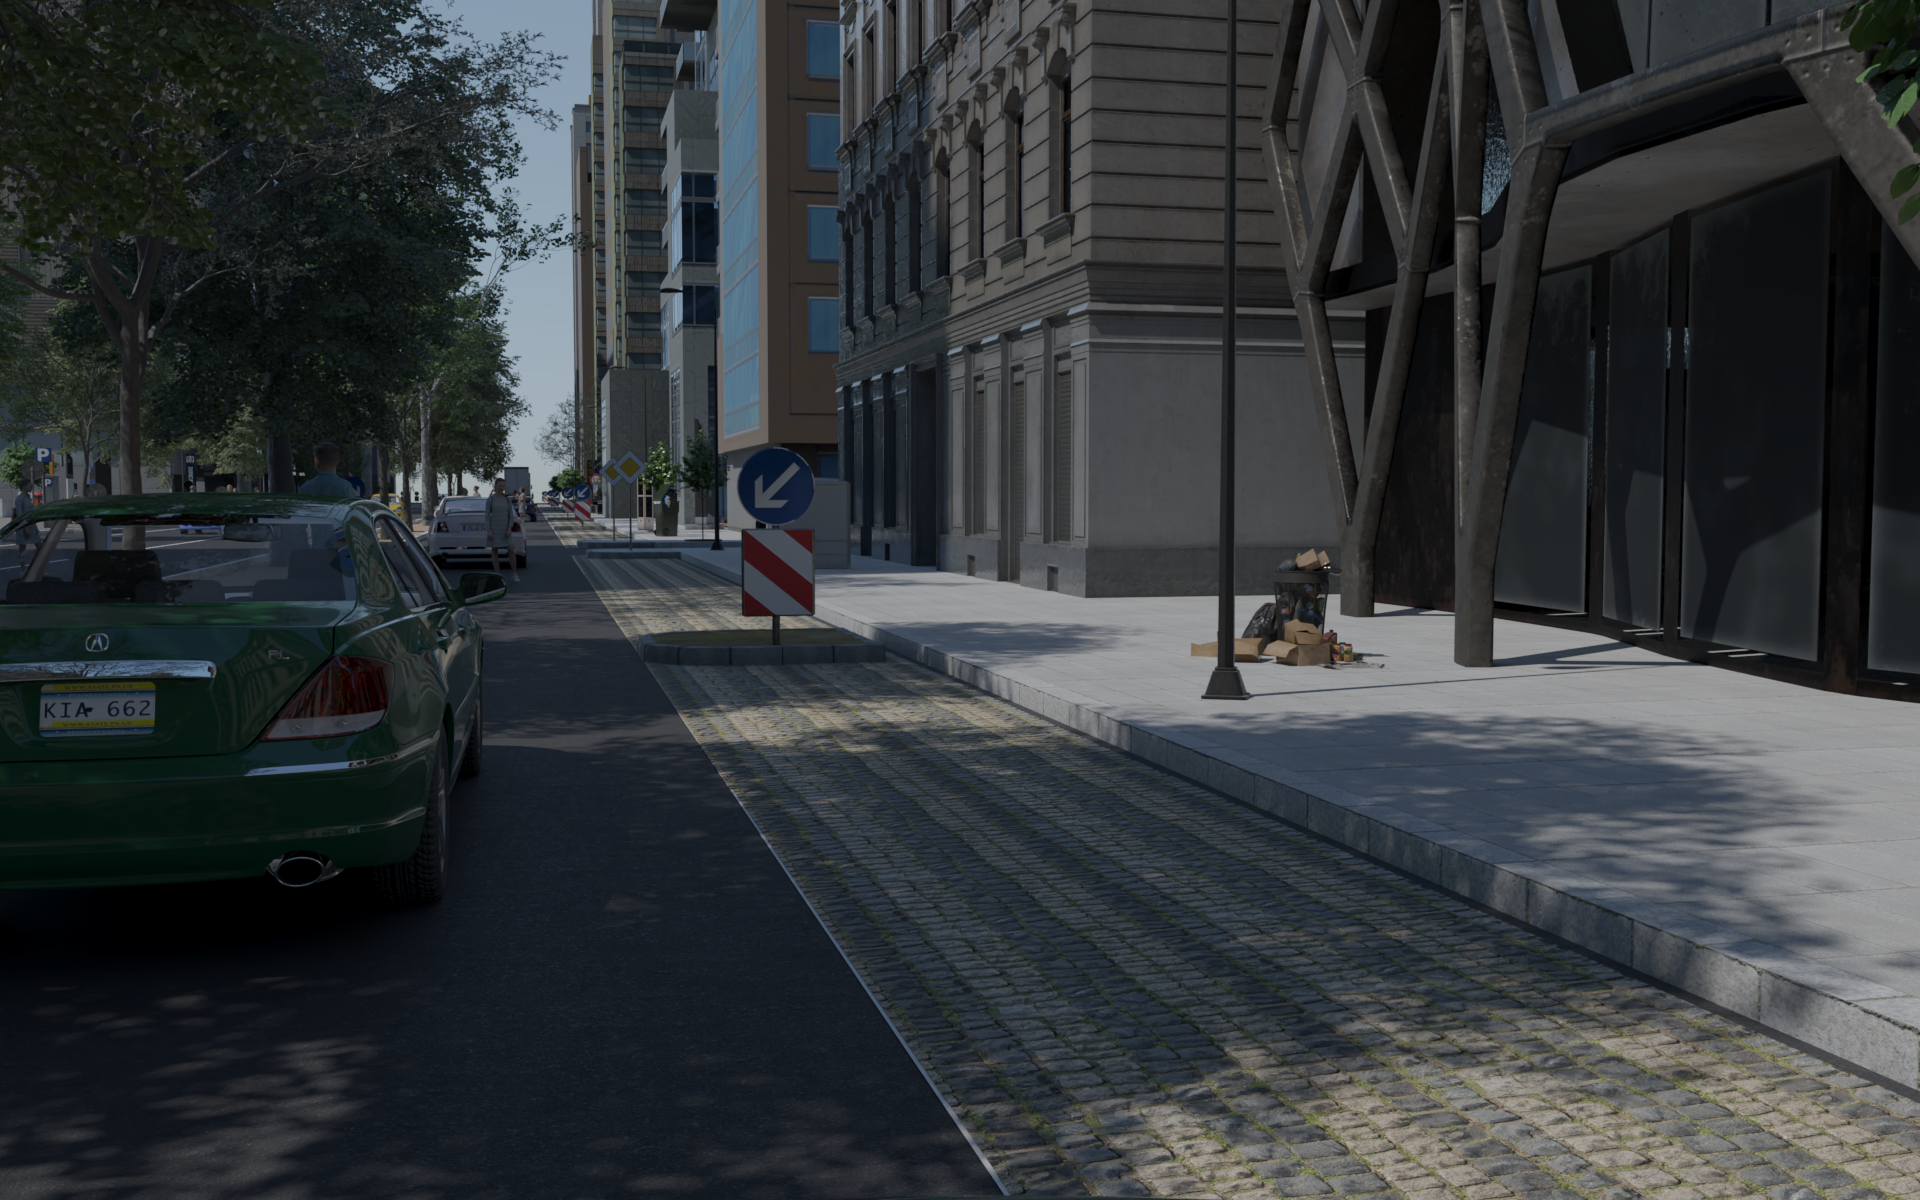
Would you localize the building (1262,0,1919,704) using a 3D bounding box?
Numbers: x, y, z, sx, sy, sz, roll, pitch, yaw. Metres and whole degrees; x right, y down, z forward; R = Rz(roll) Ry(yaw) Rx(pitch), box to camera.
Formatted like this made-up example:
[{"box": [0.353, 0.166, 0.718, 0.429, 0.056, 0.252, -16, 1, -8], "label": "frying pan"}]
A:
[{"box": [11.831, -8.922, 13.324, 16.820, 18.784, 16.811, -1, 4, -14], "label": "building"}]

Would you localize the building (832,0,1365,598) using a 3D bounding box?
[{"box": [3.939, -11.088, 30.435, 9.793, 20.994, 18.267, -1, 4, -14], "label": "building"}]

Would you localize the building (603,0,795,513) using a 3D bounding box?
[{"box": [-22.562, -30.334, 146.068, 14.600, 45.320, 14.200, -1, 4, -14], "label": "building"}]

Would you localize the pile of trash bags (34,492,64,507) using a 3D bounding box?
[{"box": [-50.541, -5.321, 96.744, 3.447, 1.369, 1.912, 2, 4, 23], "label": "pile of trash bags"}]

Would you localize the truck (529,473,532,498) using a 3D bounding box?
[{"box": [-58.796, -14.871, 232.048, 2.839, 4.237, 11.283, -1, 4, -13], "label": "truck"}]

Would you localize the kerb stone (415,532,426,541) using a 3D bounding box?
[{"box": [-16.991, -1.976, 54.506, 0.120, 0.150, 1.000, -1, 4, -14], "label": "kerb stone"}]

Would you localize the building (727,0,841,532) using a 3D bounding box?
[{"box": [-0.063, -24.763, 54.983, 14.200, 45.320, 14.600, -1, 4, -14], "label": "building"}]

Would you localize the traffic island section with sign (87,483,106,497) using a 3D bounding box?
[{"box": [-31.814, -3.370, 63.726, 1.989, 1.847, 2.006, -1, 4, -14], "label": "traffic island section with sign"}]

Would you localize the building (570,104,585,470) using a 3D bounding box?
[{"box": [-48.189, -44.151, 263.875, 21.231, 58.520, 28.212, -1, 4, -14], "label": "building"}]

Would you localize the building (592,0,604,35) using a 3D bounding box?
[{"box": [-27.449, -39.079, 180.947, 21.231, 58.520, 28.212, -1, 4, -14], "label": "building"}]

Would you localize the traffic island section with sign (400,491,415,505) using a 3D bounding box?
[{"box": [-70.536, -12.900, 219.542, 1.989, 1.847, 2.006, -1, 4, -14], "label": "traffic island section with sign"}]

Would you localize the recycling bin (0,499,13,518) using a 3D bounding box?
[{"box": [-52.083, -4.994, 94.213, 0.722, 1.027, 0.722, 1, 4, 15], "label": "recycling bin"}]

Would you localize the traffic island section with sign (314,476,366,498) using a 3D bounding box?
[{"box": [-15.776, -2.268, 45.216, 2.006, 1.907, 1.989, -1, 4, -14], "label": "traffic island section with sign"}]

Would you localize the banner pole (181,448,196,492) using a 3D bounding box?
[{"box": [-41.986, -6.370, 94.169, 0.863, 3.779, 0.401, -1, 4, -14], "label": "banner pole"}]

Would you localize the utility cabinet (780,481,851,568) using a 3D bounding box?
[{"box": [-2.488, -1.295, 29.851, 1.173, 1.500, 0.318, 0, 4, 8], "label": "utility cabinet"}]

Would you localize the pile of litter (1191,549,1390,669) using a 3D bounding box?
[{"box": [2.492, 0.037, 13.360, 1.176, 0.858, 1.719, -1, 4, -21], "label": "pile of litter"}]

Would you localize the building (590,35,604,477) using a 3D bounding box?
[{"box": [-26.705, -29.120, 159.712, 14.154, 41.232, 14.086, -1, 4, -14], "label": "building"}]

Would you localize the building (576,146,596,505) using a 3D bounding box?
[{"box": [-41.046, -34.813, 219.306, 14.600, 45.320, 14.200, -1, 4, -14], "label": "building"}]

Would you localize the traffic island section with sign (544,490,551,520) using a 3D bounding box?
[{"box": [-21.678, -5.293, 95.172, 1.989, 1.847, 2.006, -1, 4, -14], "label": "traffic island section with sign"}]

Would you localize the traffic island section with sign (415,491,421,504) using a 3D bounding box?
[{"box": [-77.165, -14.532, 246.229, 1.989, 1.847, 2.006, -1, 4, -14], "label": "traffic island section with sign"}]

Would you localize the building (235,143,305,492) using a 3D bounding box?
[{"box": [-71.871, -32.592, 152.479, 23.786, 49.044, 30.456, -1, 4, -14], "label": "building"}]

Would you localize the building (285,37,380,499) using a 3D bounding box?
[{"box": [-86.882, -41.558, 221.475, 21.231, 58.520, 28.212, -1, 4, -14], "label": "building"}]

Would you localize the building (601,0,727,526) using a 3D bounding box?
[{"box": [-6.017, -47.226, 84.821, 22.319, 86.520, 31.000, -1, 4, -14], "label": "building"}]

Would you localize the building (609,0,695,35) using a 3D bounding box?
[{"box": [-19.501, -27.435, 132.161, 14.154, 41.232, 14.086, -1, 4, -14], "label": "building"}]

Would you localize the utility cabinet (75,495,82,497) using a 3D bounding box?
[{"box": [-45.068, -4.743, 88.702, 0.306, 1.237, 1.020, -3, 4, -37], "label": "utility cabinet"}]

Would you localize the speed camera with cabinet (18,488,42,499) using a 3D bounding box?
[{"box": [-59.844, -7.207, 112.167, 2.038, 3.252, 0.660, 0, 4, -4], "label": "speed camera with cabinet"}]

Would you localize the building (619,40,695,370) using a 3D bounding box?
[{"box": [-15.576, -21.033, 115.586, 14.160, 30.474, 14.107, -1, 4, -14], "label": "building"}]

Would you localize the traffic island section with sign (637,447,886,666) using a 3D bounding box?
[{"box": [-1.832, -0.410, 15.337, 1.989, 1.847, 2.006, -1, 4, -14], "label": "traffic island section with sign"}]

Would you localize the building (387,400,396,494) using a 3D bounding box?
[{"box": [-93.680, -43.245, 249.062, 21.231, 58.520, 28.212, -1, 4, -14], "label": "building"}]

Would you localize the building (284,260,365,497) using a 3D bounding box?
[{"box": [-77.957, -26.366, 202.781, 14.160, 30.474, 14.107, -1, 4, -14], "label": "building"}]

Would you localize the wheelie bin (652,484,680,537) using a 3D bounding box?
[{"box": [-9.170, -2.819, 53.994, 0.693, 1.594, 0.980, 0, 4, -5], "label": "wheelie bin"}]

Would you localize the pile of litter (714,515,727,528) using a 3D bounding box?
[{"box": [-8.788, -3.208, 66.415, 1.719, 0.858, 1.176, 2, 4, 34], "label": "pile of litter"}]

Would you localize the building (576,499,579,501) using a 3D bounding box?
[{"box": [-36.913, -33.534, 240.163, 32.217, 40.220, 23.993, -1, 4, -14], "label": "building"}]

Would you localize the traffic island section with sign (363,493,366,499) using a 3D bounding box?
[{"box": [-57.232, -9.625, 166.004, 1.989, 1.847, 2.006, -1, 4, -14], "label": "traffic island section with sign"}]

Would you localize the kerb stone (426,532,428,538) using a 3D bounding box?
[{"box": [-17.236, -2.037, 55.498, 0.120, 0.150, 1.000, -1, 4, -14], "label": "kerb stone"}]

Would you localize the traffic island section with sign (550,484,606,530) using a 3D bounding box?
[{"box": [-15.171, -3.693, 69.011, 1.989, 1.847, 2.006, -1, 4, -14], "label": "traffic island section with sign"}]

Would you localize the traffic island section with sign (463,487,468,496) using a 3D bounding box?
[{"box": [-33.911, -6.728, 118.142, 2.006, 1.907, 1.989, -1, 4, -14], "label": "traffic island section with sign"}]

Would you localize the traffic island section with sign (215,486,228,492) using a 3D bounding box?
[{"box": [-38.316, -4.970, 89.888, 1.989, 1.847, 2.006, -1, 4, -14], "label": "traffic island section with sign"}]

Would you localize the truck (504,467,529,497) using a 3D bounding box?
[{"box": [-46.718, -11.832, 182.364, 2.839, 4.237, 11.283, -1, 4, -15], "label": "truck"}]

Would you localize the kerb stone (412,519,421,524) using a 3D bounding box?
[{"box": [-26.935, -3.887, 85.833, 0.120, 0.150, 1.000, -1, 4, -14], "label": "kerb stone"}]

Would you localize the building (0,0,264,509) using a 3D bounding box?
[{"box": [-66.596, -32.699, 123.874, 28.713, 52.752, 27.495, -1, 4, -14], "label": "building"}]
